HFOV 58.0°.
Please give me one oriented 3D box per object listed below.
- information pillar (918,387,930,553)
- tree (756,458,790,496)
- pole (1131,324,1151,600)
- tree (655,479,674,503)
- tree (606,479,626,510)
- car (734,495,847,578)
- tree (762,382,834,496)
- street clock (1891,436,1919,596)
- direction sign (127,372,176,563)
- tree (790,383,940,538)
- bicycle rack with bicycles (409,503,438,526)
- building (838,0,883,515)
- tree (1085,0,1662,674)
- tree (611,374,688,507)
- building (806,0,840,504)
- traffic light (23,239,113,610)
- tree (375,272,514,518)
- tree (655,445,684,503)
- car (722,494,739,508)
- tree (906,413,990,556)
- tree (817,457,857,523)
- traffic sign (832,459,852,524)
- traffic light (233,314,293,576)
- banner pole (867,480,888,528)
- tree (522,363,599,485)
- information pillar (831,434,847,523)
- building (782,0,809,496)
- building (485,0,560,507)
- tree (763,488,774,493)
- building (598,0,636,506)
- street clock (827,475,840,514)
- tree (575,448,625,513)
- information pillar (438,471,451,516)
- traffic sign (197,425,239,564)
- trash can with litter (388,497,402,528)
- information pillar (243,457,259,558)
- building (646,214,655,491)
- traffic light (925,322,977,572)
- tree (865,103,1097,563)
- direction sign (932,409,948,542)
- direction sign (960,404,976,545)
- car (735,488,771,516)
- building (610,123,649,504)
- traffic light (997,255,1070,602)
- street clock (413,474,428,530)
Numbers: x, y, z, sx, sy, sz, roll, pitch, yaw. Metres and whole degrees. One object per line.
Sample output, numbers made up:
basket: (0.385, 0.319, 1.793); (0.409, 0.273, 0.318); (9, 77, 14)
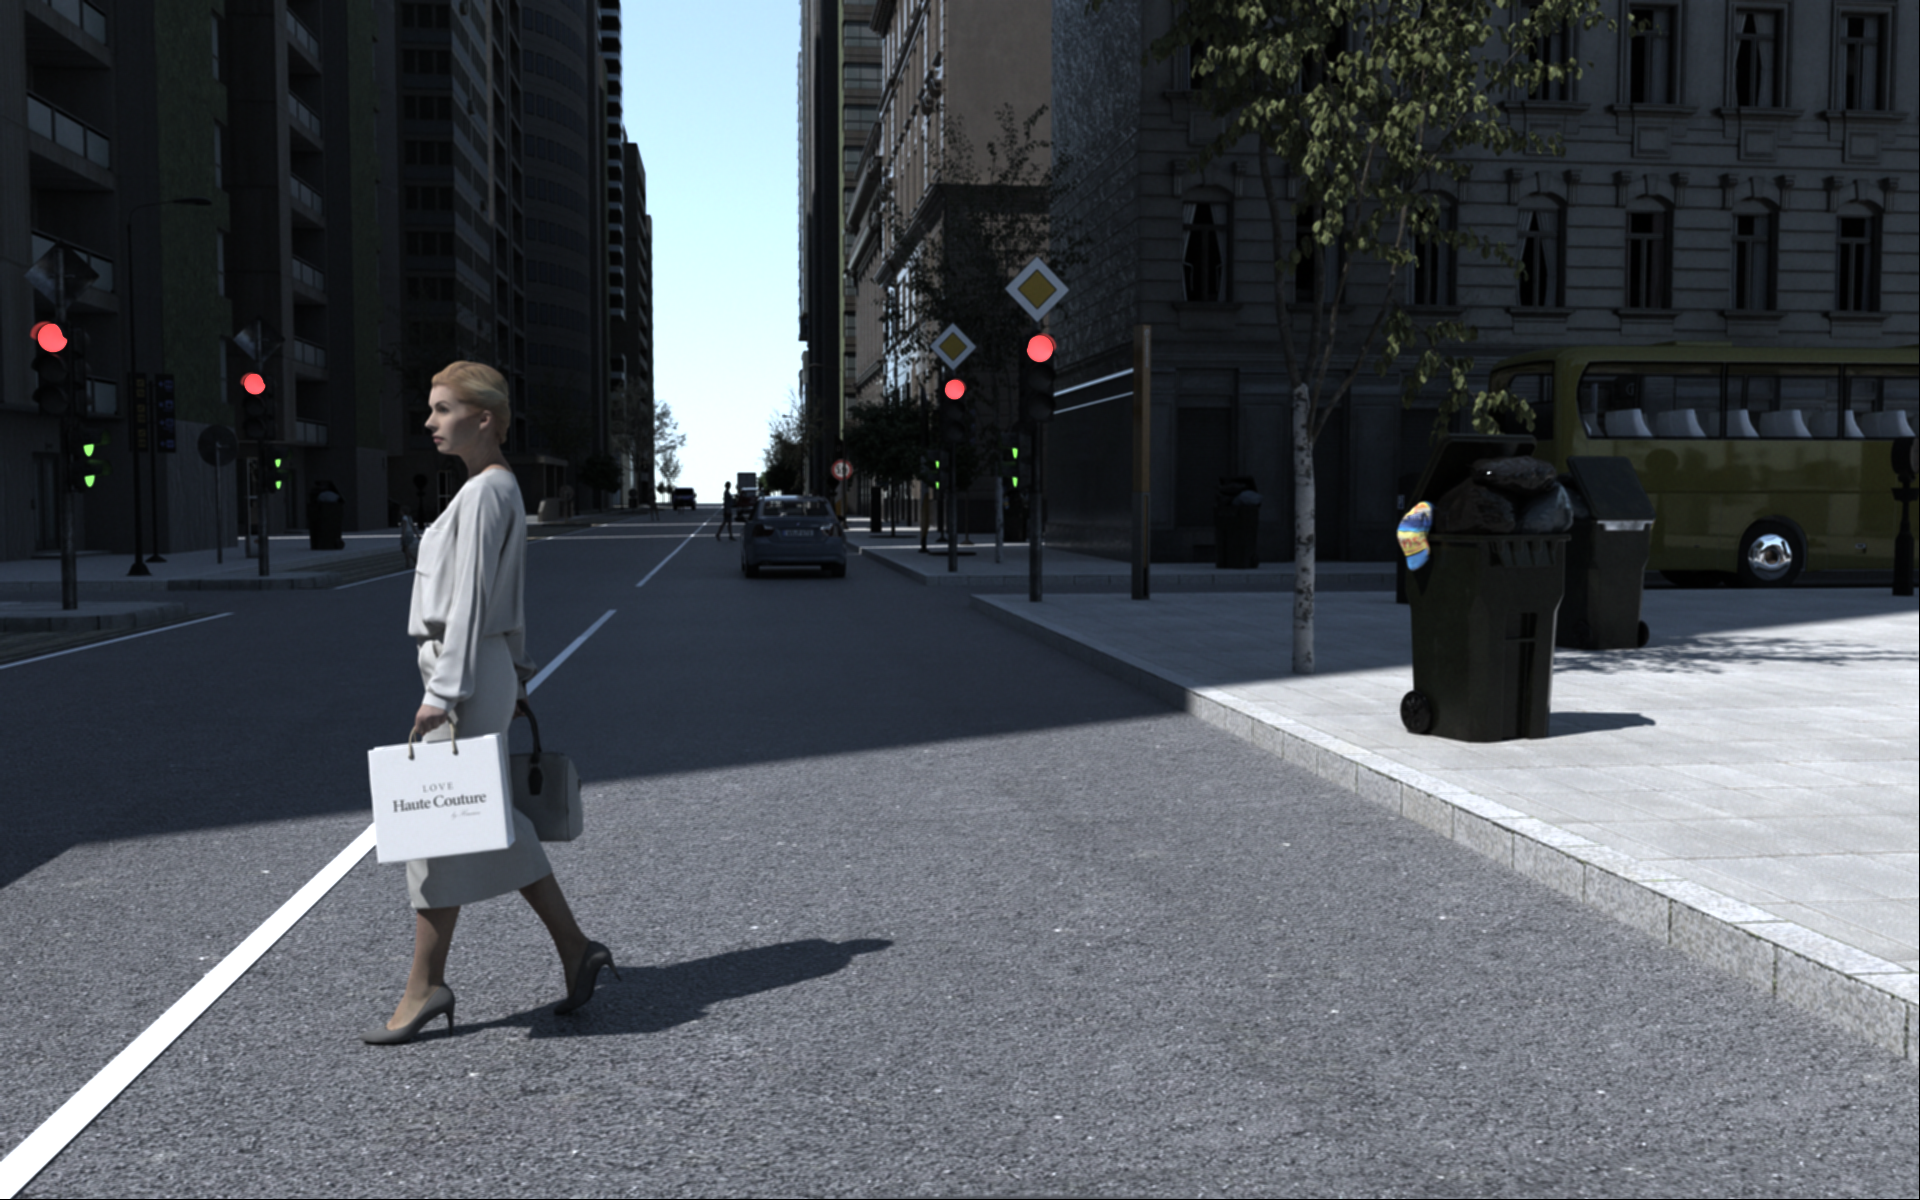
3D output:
information pillar: (-0.770, -2.838, 37.756); (0.183, 3.616, 0.504); (-1, 4, -14)
tree: (-15.948, -10.512, 155.583); (4.285, 4.588, 4.351); (0, 3, 0)
pole: (2.197, -1.660, 20.985); (0.158, 3.312, 0.155); (0, 3, 0)
tree: (-38.130, -13.890, 221.708); (1.663, 3.219, 1.824); (0, 3, 0)
tree: (-27.808, -8.791, 138.326); (1.663, 3.219, 1.824); (0, 3, 0)
car: (-3.025, -1.166, 31.074); (2.014, 1.417, 4.499); (-1, 4, -8)
tree: (-10.428, -9.949, 113.035); (4.360, 8.622, 3.978); (0, 3, 0)
street clock: (11.921, -1.056, 21.836); (0.471, 2.002, 0.358); (-3, 5, -42)
direction sign: (-15.152, -2.479, 32.531); (0.379, 3.537, 0.876); (3, 4, 38)
tree: (-1.955, -4.144, 51.462); (4.285, 4.588, 4.351); (0, 3, 0)
bicycle rack with bicycles: (-21.069, -3.484, 70.353); (2.925, 0.926, 2.852); (-2, 4, -24)
building: (-1.051, -26.333, 114.135); (14.154, 41.232, 14.086); (0, 4, -7)
tree: (2.539, -3.766, 11.930); (4.737, 8.622, 4.395); (0, 3, 0)
tree: (-32.824, -16.253, 176.100); (12.009, 13.543, 11.850); (0, 3, 0)
building: (-3.888, -38.005, 163.385); (21.231, 58.520, 28.212); (0, 4, -7)
traffic light: (-9.887, -1.849, 19.156); (0.839, 4.253, 0.868); (0, 4, -7)
tree: (-17.350, -6.605, 58.362); (4.360, 8.622, 3.978); (0, 3, 0)
tree: (-41.466, -18.149, 247.091); (4.737, 8.622, 4.395); (0, 3, 0)
car: (-20.694, -9.073, 158.132); (2.009, 1.686, 4.222); (-1, 4, -8)
tree: (-0.180, -2.564, 36.527); (1.663, 3.219, 1.824); (0, 3, 0)
tree: (-5.324, -5.106, 78.088); (1.663, 3.219, 1.824); (0, 3, 0)
traffic sign: (-4.330, -3.885, 63.628); (0.768, 2.556, 0.104); (0, 4, -4)
traffic light: (-10.909, -2.334, 27.075); (0.839, 4.253, 0.868); (0, 4, -7)
banner pole: (-3.074, -4.570, 64.742); (0.863, 3.779, 0.401); (0, 4, 3)
tree: (-22.662, -9.052, 98.358); (4.737, 8.622, 4.395); (0, 3, 0)
information pillar: (-4.673, -4.671, 67.728); (0.504, 3.616, 0.183); (-1, 4, -16)
building: (-14.095, -57.081, 245.945); (22.319, 86.520, 31.000); (0, 4, -7)
building: (-36.569, -41.057, 109.541); (20.563, 71.187, 20.611); (0, 4, -7)
tree: (-26.948, -15.156, 242.404); (1.663, 3.219, 1.824); (0, 3, 0)
building: (-48.790, -54.215, 199.080); (22.319, 86.520, 31.000); (0, 4, -7)
street clock: (-4.758, -3.697, 65.009); (0.471, 2.002, 0.358); (-1, 4, -9)
tree: (-25.074, -8.389, 120.881); (4.285, 4.588, 4.351); (0, 3, 0)
information pillar: (-16.385, -3.093, 55.063); (0.304, 2.012, 0.304); (0, 4, 5)
traffic sign: (-13.656, -1.944, 31.884); (0.768, 2.556, 0.104); (0, 4, 2)
trash can with litter: (-21.445, -3.342, 66.034); (1.055, 1.170, 0.624); (-3, 5, -39)
information pillar: (-14.167, -1.851, 34.753); (0.304, 2.012, 0.304); (-3, 4, -36)
building: (-50.856, -34.368, 245.508); (14.154, 41.232, 14.086); (0, 4, -7)
traffic light: (-0.139, -2.419, 28.477); (0.839, 4.253, 0.868); (0, 4, -7)
tree: (0.499, -4.985, 31.873); (4.360, 8.622, 3.978); (0, 3, 0)
direction sign: (-0.468, -3.304, 46.012); (0.379, 3.537, 0.876); (-3, 4, -36)
direction sign: (0.177, -3.148, 43.473); (0.379, 3.537, 0.876); (2, 4, 27)
car: (-12.844, -6.046, 107.533); (2.281, 1.827, 5.304); (0, 4, -8)
building: (-52.188, -36.854, 226.271); (21.300, 48.544, 21.600); (0, 4, -7)
traffic light: (0.883, -1.935, 20.557); (0.839, 4.253, 0.868); (0, 4, -7)
street clock: (-19.425, -3.538, 62.414); (0.471, 2.002, 0.358); (0, 4, -1)
